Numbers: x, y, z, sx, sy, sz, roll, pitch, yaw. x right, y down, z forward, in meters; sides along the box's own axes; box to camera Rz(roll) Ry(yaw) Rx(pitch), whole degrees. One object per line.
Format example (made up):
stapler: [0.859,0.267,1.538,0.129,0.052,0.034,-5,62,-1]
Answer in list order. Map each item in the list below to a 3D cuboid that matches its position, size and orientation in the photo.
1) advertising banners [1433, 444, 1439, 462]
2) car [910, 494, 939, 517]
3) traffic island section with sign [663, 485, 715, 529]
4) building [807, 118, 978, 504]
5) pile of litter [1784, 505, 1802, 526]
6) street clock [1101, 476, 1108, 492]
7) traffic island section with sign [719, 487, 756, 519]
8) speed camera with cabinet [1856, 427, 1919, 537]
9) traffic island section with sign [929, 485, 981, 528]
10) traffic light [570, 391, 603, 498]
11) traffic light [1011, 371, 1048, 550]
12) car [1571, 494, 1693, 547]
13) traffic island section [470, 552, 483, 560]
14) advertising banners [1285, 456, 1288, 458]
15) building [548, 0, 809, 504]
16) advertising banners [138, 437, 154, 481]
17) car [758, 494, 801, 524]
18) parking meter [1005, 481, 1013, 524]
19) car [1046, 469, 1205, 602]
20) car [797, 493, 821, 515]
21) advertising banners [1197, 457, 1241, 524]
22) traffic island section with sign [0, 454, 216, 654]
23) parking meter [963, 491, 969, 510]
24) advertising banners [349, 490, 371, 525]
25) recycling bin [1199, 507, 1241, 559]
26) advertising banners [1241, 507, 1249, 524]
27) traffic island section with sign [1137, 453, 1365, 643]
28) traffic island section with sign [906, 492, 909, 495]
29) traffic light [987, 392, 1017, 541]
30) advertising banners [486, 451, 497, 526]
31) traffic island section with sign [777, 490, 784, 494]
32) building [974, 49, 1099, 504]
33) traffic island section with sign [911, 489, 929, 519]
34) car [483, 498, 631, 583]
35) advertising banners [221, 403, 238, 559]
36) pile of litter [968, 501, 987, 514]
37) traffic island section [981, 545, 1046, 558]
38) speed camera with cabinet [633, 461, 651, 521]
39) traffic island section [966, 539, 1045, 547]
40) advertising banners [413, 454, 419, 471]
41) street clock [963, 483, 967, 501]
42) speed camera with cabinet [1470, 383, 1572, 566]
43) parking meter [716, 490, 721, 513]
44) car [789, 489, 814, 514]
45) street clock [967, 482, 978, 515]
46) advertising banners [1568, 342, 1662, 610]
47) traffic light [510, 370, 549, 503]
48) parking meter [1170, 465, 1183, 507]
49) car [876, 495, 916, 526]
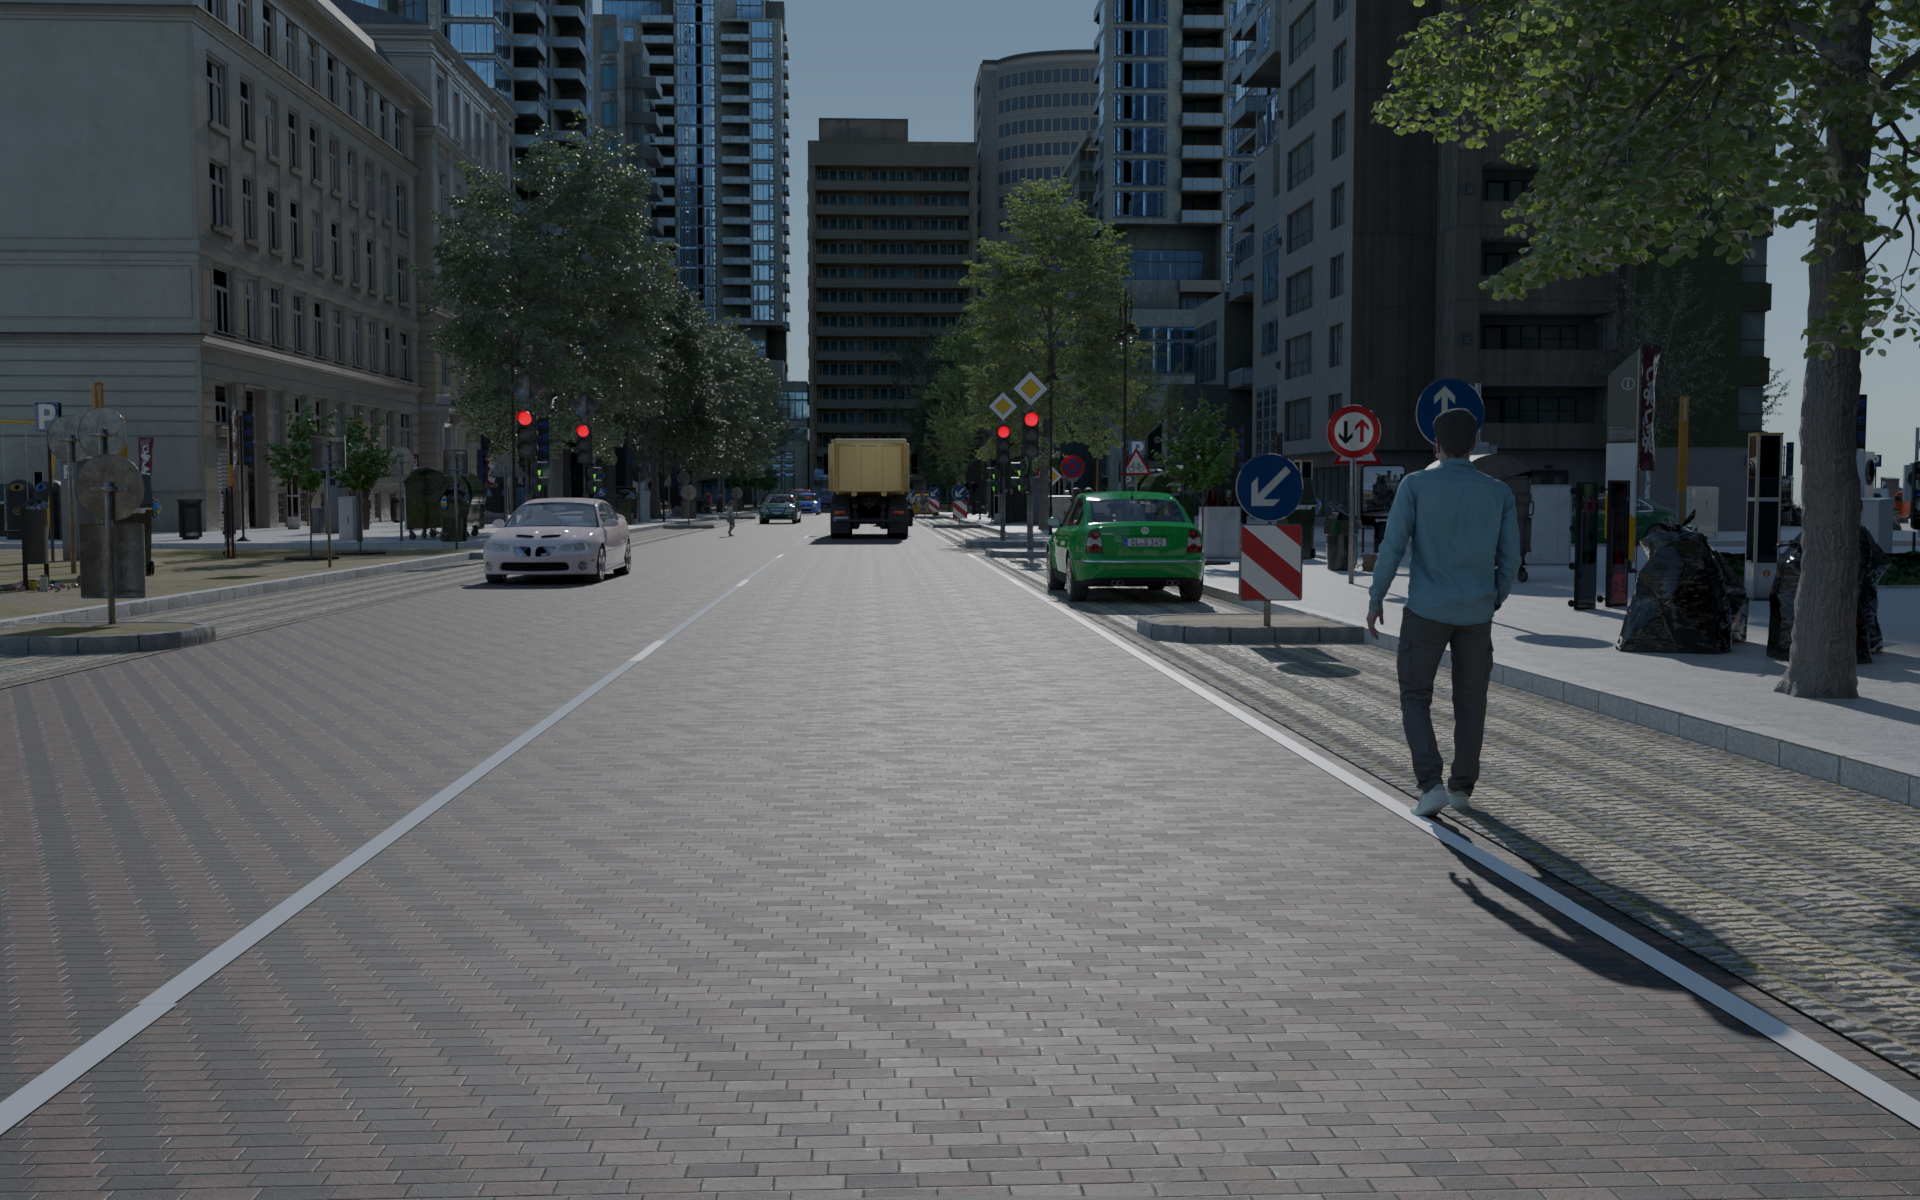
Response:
advertising banners: [15.083,-3.402,51.813,2.074,3.025,0.090,3,4,37]
car: [-2.262,-5.987,108.107,2.015,1.641,3.980,0,4,-5]
traffic island section with sign: [-11.222,-3.867,71.846,1.989,1.847,2.006,0,4,-3]
building: [-8.951,-36.889,226.828,21.600,48.544,21.300,0,4,-3]
pile of litter: [33.676,-3.386,69.322,1.176,0.858,1.719,1,4,9]
street clock: [5.905,-4.054,70.855,0.358,2.002,0.471,0,4,-2]
traffic island section with sign: [-12.695,-5.521,98.902,1.989,1.847,2.006,0,4,-3]
speed camera with cabinet: [27.642,-3.494,51.460,2.038,3.252,0.660,2,4,24]
traffic island section with sign: [-0.153,-3.939,73.032,1.989,1.847,2.006,0,4,-3]
traffic light: [-10.181,-3.560,47.128,0.839,4.253,0.868,0,4,-3]
traffic light: [1.595,-3.111,39.782,0.839,4.253,0.868,0,4,-3]
car: [16.325,-2.016,44.752,4.920,1.459,2.131,0,4,-4]
traffic island section: [-9.789,-1.040,39.287,2.009,0.180,2.903,0,4,-3]
advertising banners: [14.559,-4.777,74.286,2.074,3.025,0.090,1,4,17]
building: [-35.250,-55.797,224.946,31.000,86.520,22.319,0,4,-3]
advertising banners: [-25.703,-3.493,53.305,2.074,3.025,0.090,1,4,11]
car: [-8.791,-4.465,84.803,2.131,1.459,4.920,0,4,-2]
parking meter: [2.083,-4.240,75.032,0.399,1.863,0.255,3,5,41]
car: [2.249,-0.952,24.362,1.959,1.807,4.718,0,4,-3]
car: [-10.500,-6.710,119.297,1.945,1.707,3.694,0,4,-2]
advertising banners: [7.657,-3.425,52.189,0.090,3.025,2.074,-2,4,-31]
traffic island section with sign: [-8.225,-0.471,16.336,1.989,1.847,2.006,0,4,-3]
parking meter: [0.411,-6.373,112.607,0.372,1.533,0.369,0,3,0]
advertising banners: [-24.625,-4.498,69.737,0.090,3.025,2.074,2,4,33]
recycling bin: [5.186,-1.351,34.636,0.722,1.027,0.722,0,4,-2]
advertising banners: [10.183,-4.256,65.780,2.074,3.025,0.090,-2,4,-33]
traffic island section with sign: [2.846,-0.543,17.503,1.989,1.847,2.006,0,4,-3]
traffic island section with sign: [-5.764,-10.274,176.607,1.989,1.847,2.006,0,4,-3]
traffic light: [1.163,-3.598,47.756,0.839,4.253,0.868,0,4,-3]
advertising banners: [-19.632,-4.521,70.111,2.074,3.025,0.090,1,4,12]
traffic island section with sign: [-15.434,-8.619,149.546,1.989,1.847,2.006,0,4,-3]
building: [16.417,-41.958,228.018,28.212,58.520,21.231,0,4,-3]
traffic island section with sign: [-1.647,-5.612,100.380,1.989,1.847,2.006,0,4,-3]
car: [-6.761,-1.045,29.443,2.083,1.381,4.827,0,4,-2]
advertising banners: [-14.487,-2.335,34.368,0.090,3.025,2.074,-2,4,-30]
pile of litter: [0.984,-5.969,111.550,1.719,0.858,1.176,0,4,-1]
traffic island section: [1.635,-1.078,39.898,2.009,0.180,2.903,0,4,-3]
speed camera with cabinet: [-15.595,-5.396,82.554,2.038,3.252,0.660,3,5,45]
traffic island section: [1.204,-1.565,47.872,2.009,0.180,2.903,0,4,-3]
advertising banners: [-23.403,-4.886,76.081,0.090,3.025,2.074,1,4,23]
street clock: [0.422,-6.443,109.920,0.471,2.002,0.358,-1,4,-12]
speed camera with cabinet: [9.929,-2.255,31.212,2.038,3.252,0.660,0,4,-1]
parking meter: [-16.662,-6.804,119.650,0.372,1.533,0.369,0,3,0]
car: [-11.830,-7.315,128.268,2.281,1.827,5.304,0,4,-5]
street clock: [0.861,-6.326,108.002,0.471,2.002,0.358,-3,4,-36]
advertising banners: [7.474,-1.436,19.672,2.074,3.025,0.090,-3,5,-43]
traffic light: [-9.749,-3.072,39.155,0.839,4.253,0.868,0,4,-3]
parking meter: [4.363,-1.788,34.951,0.255,1.863,0.399,1,4,10]
car: [-3.016,-4.243,79.167,2.009,1.686,4.222,0,4,-3]
